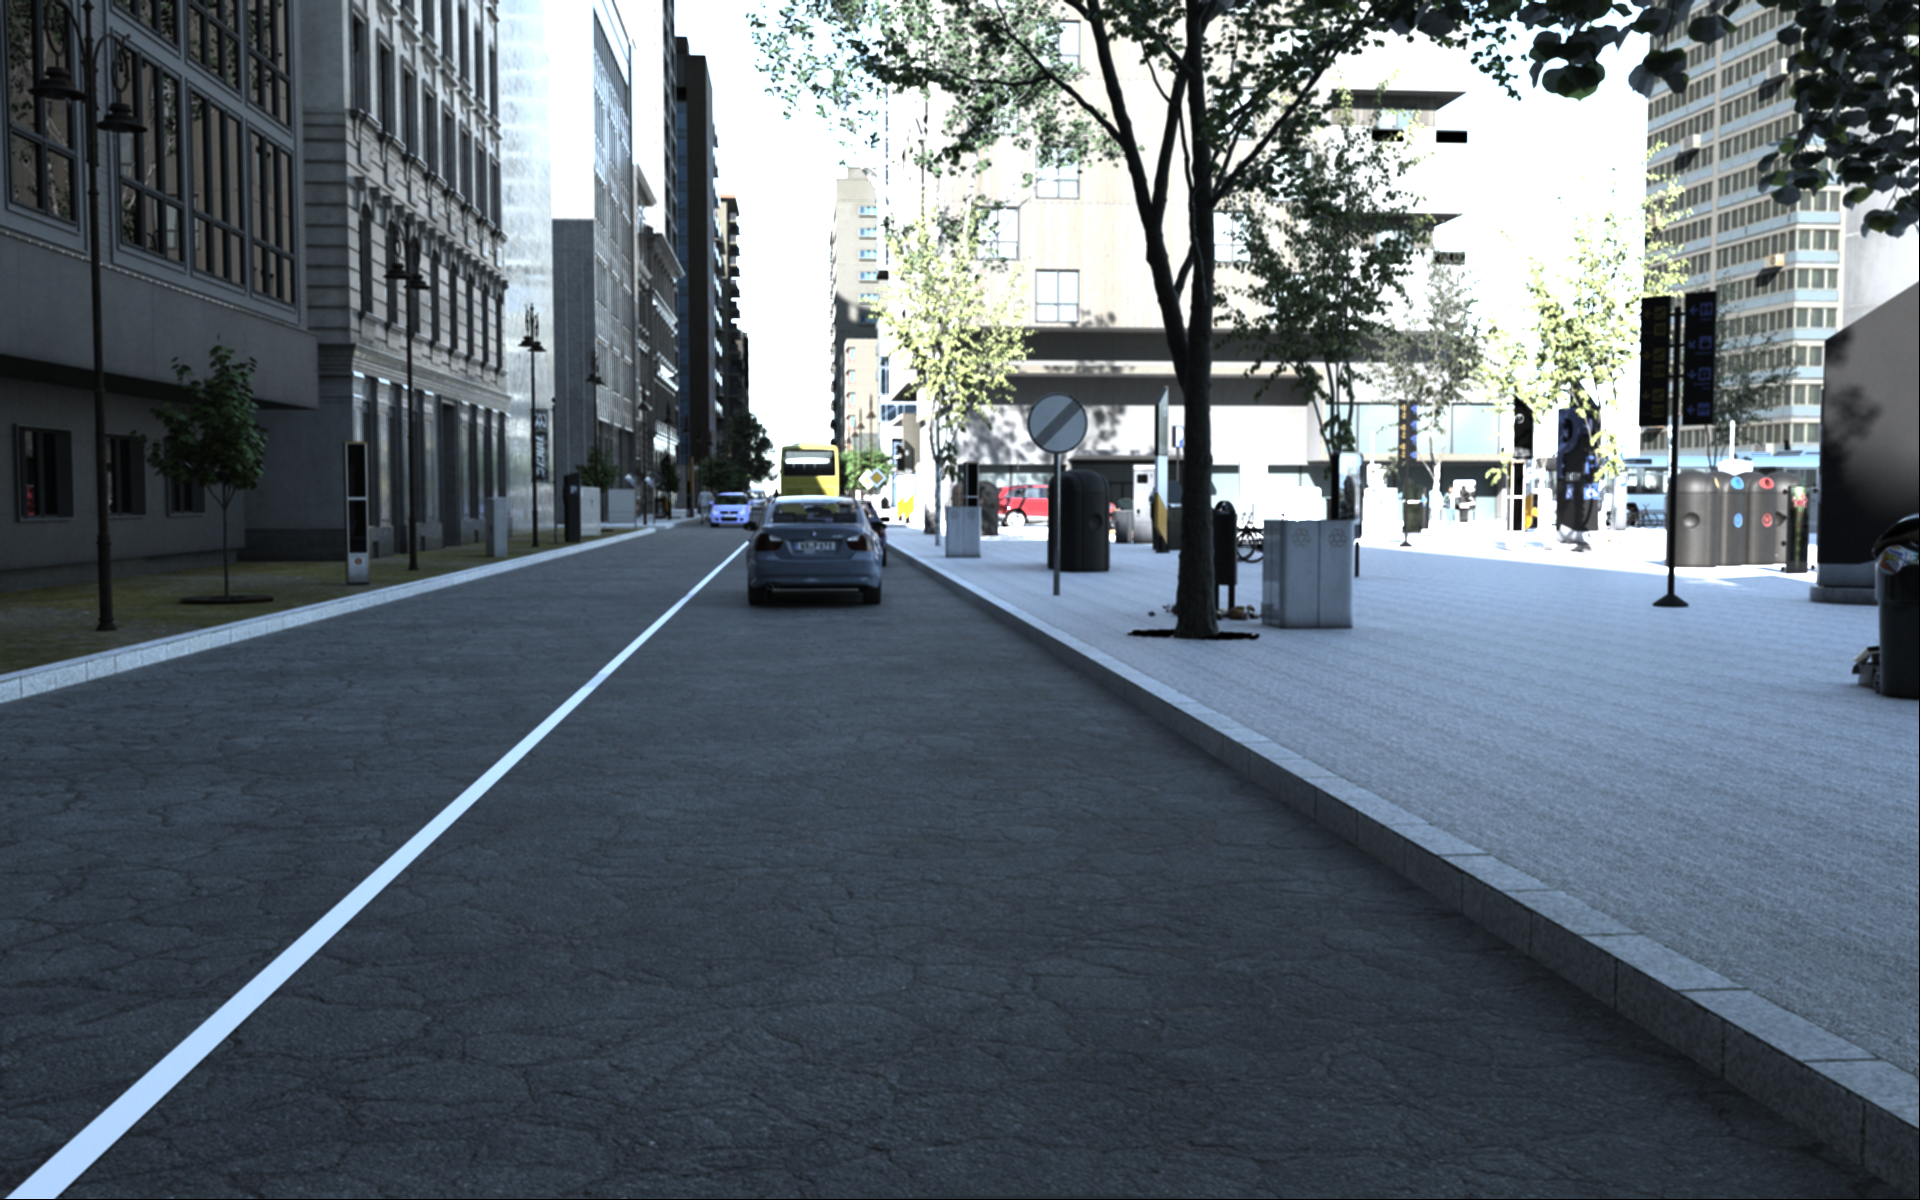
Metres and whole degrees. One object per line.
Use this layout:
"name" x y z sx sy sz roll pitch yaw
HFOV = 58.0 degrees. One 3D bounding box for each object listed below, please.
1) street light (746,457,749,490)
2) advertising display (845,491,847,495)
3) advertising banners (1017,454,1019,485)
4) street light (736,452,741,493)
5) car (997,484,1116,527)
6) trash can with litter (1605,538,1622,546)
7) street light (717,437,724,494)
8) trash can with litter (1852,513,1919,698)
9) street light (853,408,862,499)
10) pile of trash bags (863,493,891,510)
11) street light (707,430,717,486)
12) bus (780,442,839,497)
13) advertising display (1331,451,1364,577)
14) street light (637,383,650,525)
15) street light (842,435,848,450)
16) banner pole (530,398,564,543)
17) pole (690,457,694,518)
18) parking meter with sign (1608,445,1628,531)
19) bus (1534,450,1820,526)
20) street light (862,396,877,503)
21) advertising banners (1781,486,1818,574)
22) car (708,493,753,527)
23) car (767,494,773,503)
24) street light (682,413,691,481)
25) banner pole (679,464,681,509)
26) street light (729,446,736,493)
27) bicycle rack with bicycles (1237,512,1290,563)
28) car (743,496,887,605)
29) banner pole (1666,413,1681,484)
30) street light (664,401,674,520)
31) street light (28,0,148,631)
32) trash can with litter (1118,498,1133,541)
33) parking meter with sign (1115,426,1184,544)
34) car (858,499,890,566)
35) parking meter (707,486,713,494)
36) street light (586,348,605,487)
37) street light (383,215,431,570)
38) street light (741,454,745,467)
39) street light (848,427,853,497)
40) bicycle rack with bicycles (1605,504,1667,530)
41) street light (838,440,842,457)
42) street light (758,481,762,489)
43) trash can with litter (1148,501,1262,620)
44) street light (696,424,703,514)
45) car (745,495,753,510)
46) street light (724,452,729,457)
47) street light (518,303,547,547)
"street light" -25.097 -13.946 200.800 0.468 5.910 1.993 0 4 -5
"advertising display" -9.461 -8.089 137.467 0.974 1.923 0.123 -2 4 -27
"advertising banners" 2.458 -4.784 74.409 0.090 3.025 2.074 0 4 4
"street light" -22.686 -12.364 174.942 0.468 5.910 1.993 0 4 -5
"car" 3.595 -3.679 68.816 5.304 1.827 2.281 0 4 -5
"trash can with litter" 16.325 -2.019 44.074 1.678 1.210 2.233 3 5 44
"street light" -19.323 -10.127 138.371 0.468 5.910 1.993 0 4 -5
"trash can with litter" 6.060 0.013 11.180 0.624 1.170 1.055 0 4 7
"street light" -5.317 -7.338 92.763 0.468 5.910 1.993 0 4 -5
"pile of trash bags" -7.305 -8.249 144.622 1.912 1.369 3.447 -3 4 -38
"street light" -18.042 -9.329 125.310 0.468 5.910 1.993 0 4 -5
"bus" -6.994 -5.441 80.506 2.896 3.916 12.252 0 4 -5
"advertising display" 5.924 -1.303 26.511 0.123 1.923 0.974 2 4 35
"street light" -13.173 -6.085 72.285 0.468 5.910 1.993 0 4 -5
"street light" -7.668 -8.954 119.183 0.468 5.910 1.993 0 4 -5
"banner pole" -10.722 -3.357 44.898 0.863 3.779 0.401 -2 4 -31
"pole" -14.617 -6.149 94.379 0.158 3.312 0.155 0 3 0
"parking meter with sign" 22.870 -3.908 60.159 0.543 3.016 1.738 1 4 12
"bus" 29.731 -4.709 71.858 13.247 3.499 2.948 0 4 -6
"street light" -4.098 -6.547 79.836 0.468 5.910 1.993 0 4 -5
"advertising banners" 14.110 -1.948 28.031 2.074 3.025 0.090 -2 4 -23
"car" -10.012 -4.051 75.832 1.945 1.707 3.694 0 4 -5
"car" -25.512 -13.958 237.250 2.155 1.783 4.494 0 4 -7
"street light" -15.618 -7.723 99.055 0.468 5.910 1.993 0 4 -5
"banner pole" -23.602 -9.538 145.957 0.401 3.779 0.863 -1 4 -19
"street light" -21.501 -11.573 162.011 0.468 5.910 1.993 0 4 -5
"bicycle rack with bicycles" 5.859 -1.209 33.154 2.925 0.926 2.852 1 4 15
"car" -1.991 -0.721 23.786 2.014 1.417 4.499 0 4 -5
"banner pole" 21.847 -3.855 53.051 0.863 3.779 0.401 -3 5 -40
"street light" -14.473 -6.932 86.121 0.468 5.910 1.993 0 4 -5
"street light" -8.030 -2.650 16.118 0.468 5.910 1.993 0 4 -5
"trash can with litter" 4.767 -2.235 47.934 0.624 1.170 1.055 -1 4 -16
"parking meter with sign" 4.872 -2.974 44.889 1.738 3.016 0.543 2 4 30
"car" -2.402 -1.417 35.747 1.945 1.354 3.894 0 4 -4
"parking meter" -17.261 -6.976 119.773 0.399 1.863 0.255 0 4 -1
"street light" -11.559 -5.029 55.006 0.468 5.910 1.993 0 4 -5
"street light" -9.223 -3.441 29.048 0.468 5.910 1.993 0 4 -5
"street light" -23.863 -13.155 187.873 0.468 5.910 1.993 0 4 -5
"street light" -6.407 -8.129 105.703 0.468 5.910 1.993 0 4 -5
"bicycle rack with bicycles" 24.165 -3.035 63.008 2.925 0.926 2.852 -1 4 -9
"street light" -8.867 -9.767 132.484 0.468 5.910 1.993 0 4 -5
"street light" -31.373 -18.164 269.768 0.468 5.910 1.993 0 4 -5
"trash can with litter" 2.787 -0.452 18.455 1.678 1.210 2.233 -1 4 -10
"street light" -16.848 -8.513 111.982 0.468 5.910 1.993 0 4 -5
"car" -13.991 -5.920 108.801 2.014 1.417 4.499 0 4 -5
"street light" -20.300 -10.749 148.535 0.468 5.910 1.993 0 4 -5
"street light" -10.358 -4.238 42.077 0.468 5.910 1.993 0 4 -5
